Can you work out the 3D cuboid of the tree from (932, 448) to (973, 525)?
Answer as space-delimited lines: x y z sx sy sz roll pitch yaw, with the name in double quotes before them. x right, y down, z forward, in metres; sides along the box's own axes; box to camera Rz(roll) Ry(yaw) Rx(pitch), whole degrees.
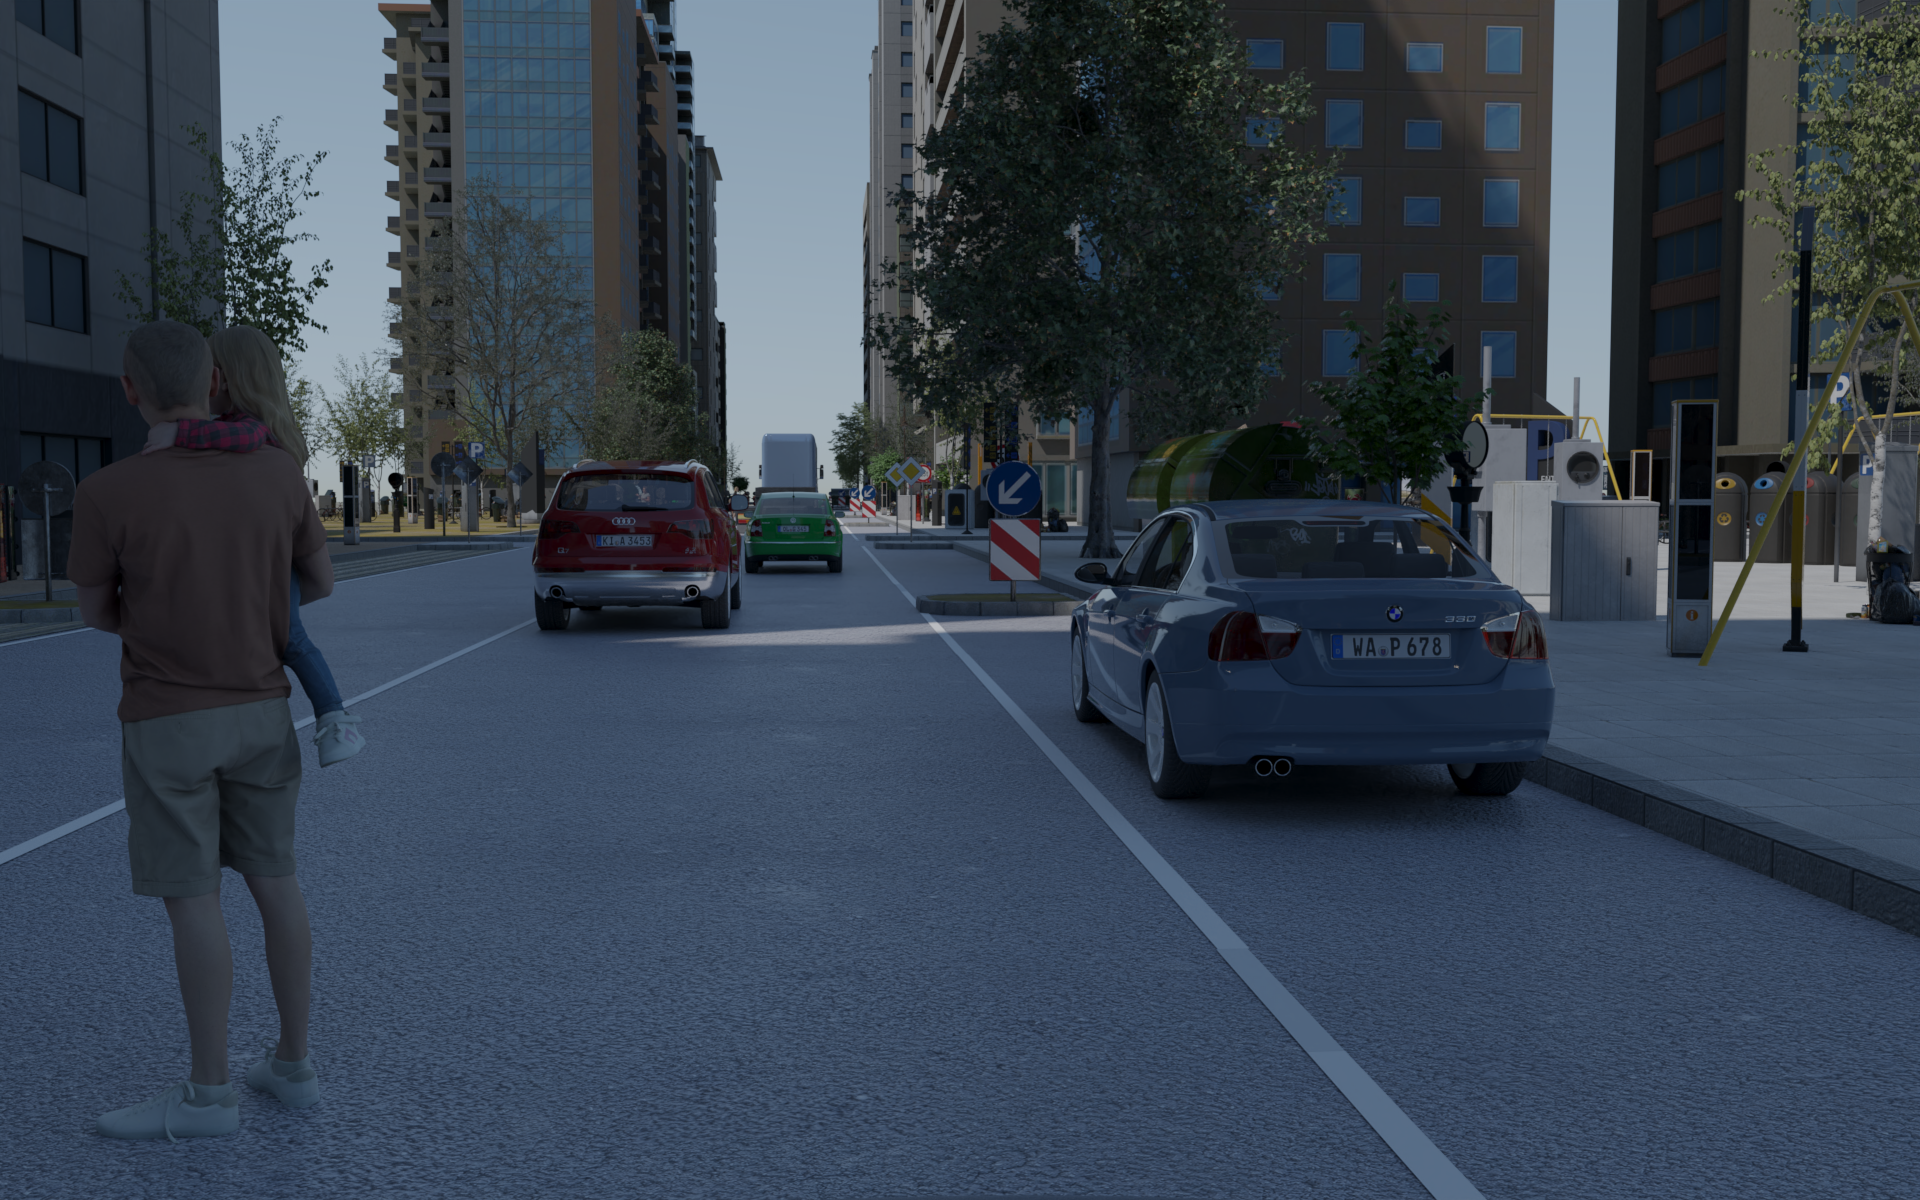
"tree" -0.248 -4.769 72.567 1.663 3.219 1.824 0 3 0

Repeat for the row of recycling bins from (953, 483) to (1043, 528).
"row of recycling bins" 1.388 -3.530 64.831 3.534 1.692 1.069 1 4 17

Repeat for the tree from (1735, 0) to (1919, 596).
"tree" 11.744 -4.367 21.760 4.737 8.622 4.395 0 3 0

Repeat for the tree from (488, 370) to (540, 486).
"tree" -23.237 -8.911 96.054 4.360 8.622 3.978 0 3 0

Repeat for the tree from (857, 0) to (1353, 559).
"tree" 2.837 -7.179 34.389 9.611 12.733 9.660 0 3 0

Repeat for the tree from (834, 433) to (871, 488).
"tree" -12.255 -15.289 200.338 4.737 8.622 4.395 0 3 0

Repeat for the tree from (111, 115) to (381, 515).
"tree" -14.161 -5.107 33.868 4.737 8.622 4.395 0 3 0

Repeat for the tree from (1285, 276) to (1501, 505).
"tree" 3.889 -1.280 15.536 1.663 3.219 1.824 0 3 0

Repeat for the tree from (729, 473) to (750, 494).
"tree" -33.967 -17.336 267.160 4.285 4.588 4.351 0 3 0

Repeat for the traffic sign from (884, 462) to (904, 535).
"traffic sign" -1.967 -3.082 54.025 0.795 2.450 0.064 0 4 -5

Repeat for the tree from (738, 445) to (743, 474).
"tree" -32.256 -17.800 241.388 4.360 8.622 3.978 0 3 0

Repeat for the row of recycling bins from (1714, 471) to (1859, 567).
"row of recycling bins" 15.337 -1.515 31.882 1.069 1.692 3.534 -2 4 -33

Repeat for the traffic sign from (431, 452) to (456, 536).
"traffic sign" -15.686 -3.211 52.600 0.768 2.556 0.104 0 4 -2

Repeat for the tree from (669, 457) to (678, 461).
"tree" -23.845 -9.823 144.315 4.285 4.588 4.351 0 3 0

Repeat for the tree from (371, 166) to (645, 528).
"tree" -17.359 -9.522 66.050 12.009 13.543 11.850 0 3 0

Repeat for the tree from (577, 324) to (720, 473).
"tree" -21.026 -12.220 116.813 9.611 12.733 9.660 0 3 0

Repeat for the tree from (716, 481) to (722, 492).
"tree" -28.811 -12.700 202.247 1.663 3.219 1.824 0 3 0

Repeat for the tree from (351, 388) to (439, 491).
"tree" -36.754 -10.000 113.858 4.360 8.622 3.978 0 3 0

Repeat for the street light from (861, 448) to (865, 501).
"street light" -9.223 -11.763 165.104 0.468 5.910 1.993 0 4 -5

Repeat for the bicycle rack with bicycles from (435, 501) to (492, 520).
"bicycle rack with bicycles" -25.147 -4.467 86.414 2.925 0.926 2.852 0 4 6

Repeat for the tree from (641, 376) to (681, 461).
"tree" -19.878 -9.576 106.924 4.360 8.622 3.978 0 3 0

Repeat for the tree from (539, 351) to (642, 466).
"tree" -18.557 -8.375 87.299 4.360 8.622 3.978 0 3 0

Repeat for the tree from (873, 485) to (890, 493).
"tree" -6.513 -9.166 144.468 1.663 3.219 1.824 0 3 0

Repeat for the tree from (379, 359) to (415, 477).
"tree" -30.882 -8.478 88.984 4.737 8.622 4.395 0 3 0

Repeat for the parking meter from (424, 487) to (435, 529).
"parking meter" -19.407 -3.359 63.326 0.372 1.533 0.369 0 3 0

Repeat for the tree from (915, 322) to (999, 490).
"tree" -0.078 -7.095 66.358 4.737 8.622 4.395 0 3 0

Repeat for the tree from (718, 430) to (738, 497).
"tree" -26.516 -14.246 183.277 4.360 8.622 3.978 0 3 0

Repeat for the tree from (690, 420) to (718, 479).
"tree" -24.962 -12.753 158.878 4.360 8.622 3.978 0 3 0

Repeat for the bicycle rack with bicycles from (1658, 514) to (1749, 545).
"bicycle rack with bicycles" 18.715 -1.836 43.400 2.852 0.926 2.925 -3 4 -37

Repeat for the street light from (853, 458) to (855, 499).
"street light" -12.556 -14.195 204.876 0.468 5.910 1.993 0 4 -5

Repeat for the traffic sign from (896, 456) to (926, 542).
"traffic sign" -1.300 -2.595 46.068 0.795 2.450 0.064 0 4 -5

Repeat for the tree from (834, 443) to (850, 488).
"tree" -14.571 -17.116 230.206 4.360 8.622 3.978 0 3 0

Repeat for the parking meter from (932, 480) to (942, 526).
"parking meter" -0.923 -3.911 69.661 0.255 1.863 0.399 -3 5 -45

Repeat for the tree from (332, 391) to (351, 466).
"tree" -41.091 -9.633 107.860 4.360 8.622 3.978 0 3 0

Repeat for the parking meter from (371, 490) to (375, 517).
"parking meter" -32.755 -5.383 96.421 0.372 1.533 0.369 0 3 0

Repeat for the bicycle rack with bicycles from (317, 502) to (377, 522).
"bicycle rack with bicycles" -28.894 -4.156 81.337 2.925 0.926 2.852 -2 4 -28

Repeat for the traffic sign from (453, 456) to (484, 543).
"traffic sign" -12.806 -2.537 45.129 0.795 2.450 0.064 0 4 -5

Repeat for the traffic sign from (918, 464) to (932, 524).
"traffic sign" -1.574 -4.516 73.949 0.768 2.556 0.104 0 4 -1

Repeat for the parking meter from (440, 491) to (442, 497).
"parking meter" -36.379 -6.936 121.817 0.372 1.533 0.369 0 3 0

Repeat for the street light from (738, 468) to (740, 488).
"street light" -32.067 -17.041 251.414 0.468 5.910 1.993 0 4 -5

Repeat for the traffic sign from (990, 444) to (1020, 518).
"traffic sign" 1.131 -2.678 43.895 0.768 2.556 0.104 0 4 -4

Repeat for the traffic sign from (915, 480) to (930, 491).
"traffic sign" -1.861 -5.003 81.807 0.884 2.594 0.081 0 3 0

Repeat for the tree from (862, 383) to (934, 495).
"tree" -3.097 -9.714 109.182 4.360 8.622 3.978 0 3 0

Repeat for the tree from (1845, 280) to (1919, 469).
"tree" 25.015 -5.711 43.743 4.360 8.622 3.978 0 3 0

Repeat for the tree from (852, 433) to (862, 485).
"tree" -5.987 -11.432 137.278 4.360 8.622 3.978 0 3 0

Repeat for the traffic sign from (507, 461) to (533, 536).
"traffic sign" -13.472 -3.024 53.086 0.795 2.450 0.064 0 4 -5

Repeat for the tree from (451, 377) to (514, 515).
"tree" -29.479 -9.569 106.813 4.737 8.622 4.395 0 3 0

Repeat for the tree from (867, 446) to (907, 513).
"tree" -4.635 -8.165 117.219 4.285 4.588 4.351 0 3 0

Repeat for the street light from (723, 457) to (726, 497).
"street light" -28.891 -14.662 212.503 0.468 5.910 1.993 0 4 -5

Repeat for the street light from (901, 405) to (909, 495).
"street light" -2.871 -7.147 89.645 0.468 5.910 1.993 0 4 -5

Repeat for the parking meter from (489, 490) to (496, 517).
"parking meter" -26.372 -5.465 97.761 0.372 1.533 0.369 0 3 0

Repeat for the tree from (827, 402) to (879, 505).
"tree" -12.413 -17.986 212.194 7.486 12.596 7.792 0 3 0

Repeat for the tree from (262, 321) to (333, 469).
"tree" -30.312 -7.600 74.625 4.360 8.622 3.978 0 3 0

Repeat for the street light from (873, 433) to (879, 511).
"street light" -6.220 -9.534 128.661 0.468 5.910 1.993 0 4 -5
